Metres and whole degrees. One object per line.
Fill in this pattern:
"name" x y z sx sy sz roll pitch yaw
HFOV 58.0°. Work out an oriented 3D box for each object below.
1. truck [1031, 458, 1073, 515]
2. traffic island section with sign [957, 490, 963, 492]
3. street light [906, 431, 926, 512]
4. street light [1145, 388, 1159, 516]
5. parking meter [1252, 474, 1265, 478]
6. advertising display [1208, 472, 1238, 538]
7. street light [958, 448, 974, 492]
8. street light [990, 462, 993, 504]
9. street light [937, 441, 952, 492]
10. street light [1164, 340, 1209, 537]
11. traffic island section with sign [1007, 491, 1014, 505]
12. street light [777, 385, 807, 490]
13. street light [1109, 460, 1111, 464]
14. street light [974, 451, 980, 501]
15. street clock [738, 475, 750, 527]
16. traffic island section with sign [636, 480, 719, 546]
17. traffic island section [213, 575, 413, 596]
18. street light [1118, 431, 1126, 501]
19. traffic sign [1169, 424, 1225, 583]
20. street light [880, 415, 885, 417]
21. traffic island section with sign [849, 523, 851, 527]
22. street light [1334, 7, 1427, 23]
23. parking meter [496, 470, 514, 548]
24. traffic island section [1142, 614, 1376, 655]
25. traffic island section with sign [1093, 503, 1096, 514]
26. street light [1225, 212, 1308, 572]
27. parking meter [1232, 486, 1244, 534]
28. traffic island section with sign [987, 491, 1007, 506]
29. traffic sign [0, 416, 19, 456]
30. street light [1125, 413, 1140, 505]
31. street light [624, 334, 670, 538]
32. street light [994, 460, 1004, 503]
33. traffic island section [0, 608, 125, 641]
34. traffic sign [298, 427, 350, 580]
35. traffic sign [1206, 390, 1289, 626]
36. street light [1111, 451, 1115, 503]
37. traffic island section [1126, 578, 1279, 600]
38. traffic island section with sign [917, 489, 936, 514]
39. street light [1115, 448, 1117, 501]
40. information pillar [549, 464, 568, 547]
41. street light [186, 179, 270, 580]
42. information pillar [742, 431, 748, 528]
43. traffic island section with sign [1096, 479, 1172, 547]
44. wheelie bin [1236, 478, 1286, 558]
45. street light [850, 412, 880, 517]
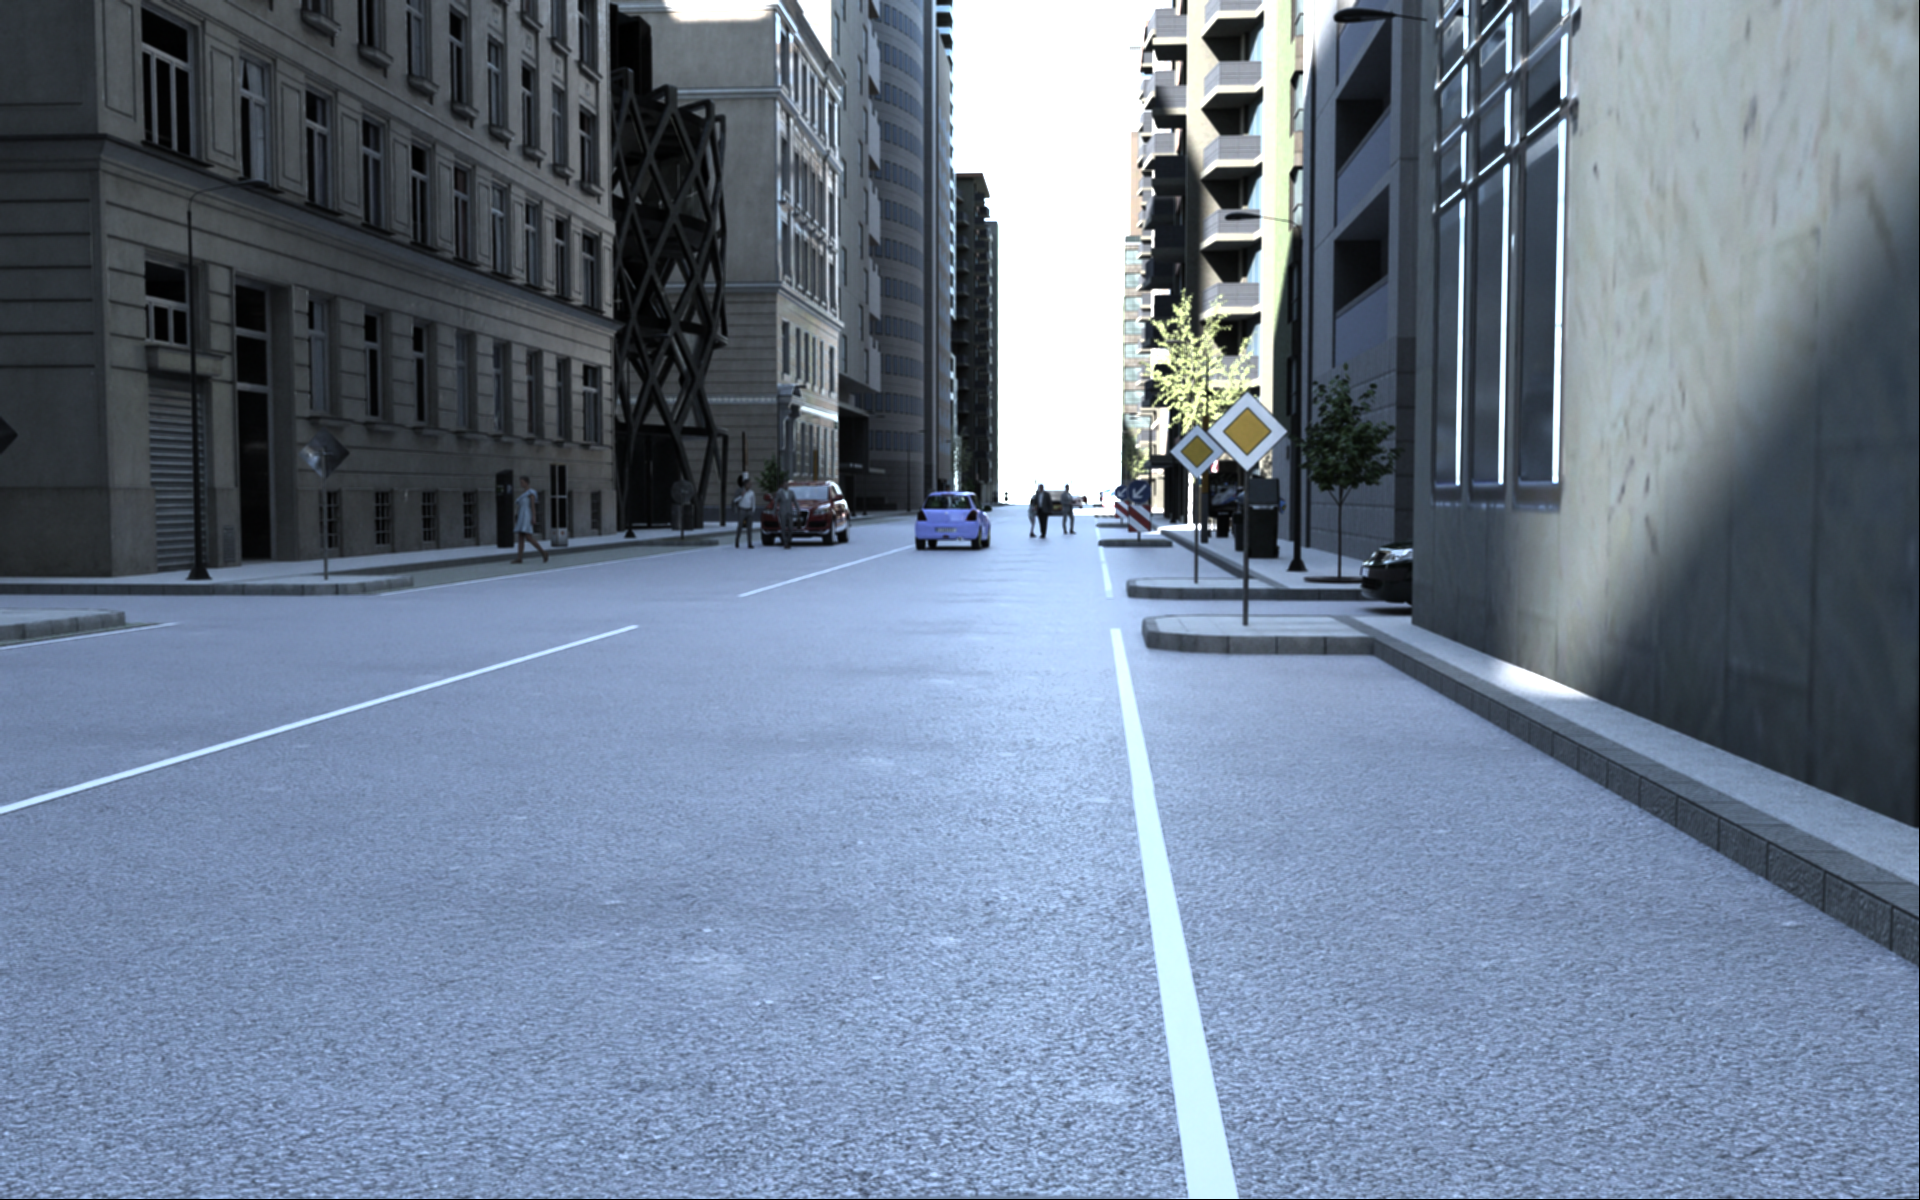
"truck" 6.575 -8.240 124.475 2.967 4.110 18.799 0 4 4
"traffic island section with sign" 0.048 -8.762 151.878 1.989 1.847 2.006 0 4 4
"street light" -3.213 -9.431 126.744 1.470 5.913 1.316 0 4 4
"street light" 8.813 -6.320 75.872 1.470 5.913 1.316 0 4 4
"parking meter" 8.750 -2.754 50.732 0.399 1.863 0.255 0 4 -6
"advertising display" 7.746 -2.806 51.091 0.974 1.923 0.123 -2 4 -24
"street light" 0.409 -12.320 173.978 1.470 5.913 1.316 0 4 4
"street light" 2.867 -14.440 208.635 1.470 5.913 1.316 0 4 4
"street light" -1.406 -10.875 150.349 1.470 5.913 1.316 0 4 4
"street light" 6.902 -4.877 52.275 1.470 5.913 1.316 0 4 4
"traffic island section with sign" 6.350 -13.836 234.840 1.989 1.847 2.006 0 4 4
"street light" -7.235 -6.209 74.051 1.470 5.913 1.316 0 4 4
"street light" 17.159 -13.154 187.609 1.470 5.913 1.316 0 4 4
"street light" 1.128 -12.996 185.025 1.470 5.913 1.316 0 4 4
"street clock" -8.204 -3.740 65.726 0.471 2.002 0.358 3 5 43
"traffic island section with sign" -7.798 -2.420 48.189 1.989 1.847 2.006 0 4 4
"traffic island section" -9.491 -0.220 25.876 2.009 0.180 2.903 0 4 4
"street light" 12.653 -9.524 128.257 1.470 5.913 1.316 0 4 4
"traffic sign" 3.389 -1.295 24.821 0.795 2.450 0.064 0 4 4
"street light" -5.108 -7.946 102.461 1.470 5.913 1.316 0 4 4
"traffic island section with sign" -5.764 -4.064 75.068 1.989 1.847 2.006 0 4 4
"street light" 4.270 -2.699 16.675 1.470 5.913 1.316 0 4 4
"parking meter" -10.885 -2.184 41.414 0.255 1.863 0.399 1 4 20
"traffic island section" 2.809 0.327 16.934 2.009 0.180 2.903 0 4 4
"traffic island section with sign" 6.857 -4.037 74.634 1.989 1.847 2.006 0 4 4
"street light" 5.067 -3.433 28.672 1.470 5.913 1.316 0 4 4
"parking meter" 8.870 -2.868 55.298 0.372 1.533 0.369 0 3 0
"traffic island section with sign" 4.299 -12.185 207.844 1.989 1.847 2.006 0 4 4
"traffic sign" -10.071 -0.869 17.850 0.795 2.450 0.064 0 4 4
"street light" 10.418 -7.765 99.492 1.470 5.913 1.316 0 4 4
"street light" -9.113 -4.765 50.452 1.470 5.913 1.316 0 4 4
"street light" 4.766 -15.927 232.941 1.470 5.913 1.316 0 4 4
"traffic island section" -10.095 0.267 17.913 2.009 0.180 2.903 0 4 4
"traffic sign" -9.467 -1.356 25.812 0.795 2.450 0.064 0 4 4
"traffic sign" 2.785 -0.808 16.859 0.795 2.450 0.064 0 4 4
"street light" 16.321 -12.441 175.945 1.470 5.913 1.316 0 4 4
"traffic island section" 3.413 -0.160 24.896 2.009 0.180 2.903 0 4 4
"traffic island section with sign" -2.029 -7.080 124.382 1.989 1.847 2.006 0 4 4
"street light" 14.596 -10.986 152.160 1.470 5.913 1.316 0 4 4
"information pillar" -9.772 -2.306 42.191 0.304 2.012 0.304 3 5 43
"street light" -10.885 -3.256 25.772 1.470 5.913 1.316 0 4 4
"information pillar" -8.056 -4.506 65.022 0.183 3.616 0.504 1 4 8
"traffic island section with sign" 4.817 -2.393 47.746 1.989 1.847 2.006 0 4 4
"wheelie bin" 6.036 -1.643 34.764 0.980 1.594 0.693 0 4 7
"street light" -5.478 -7.654 97.681 1.470 5.913 1.316 0 4 4
